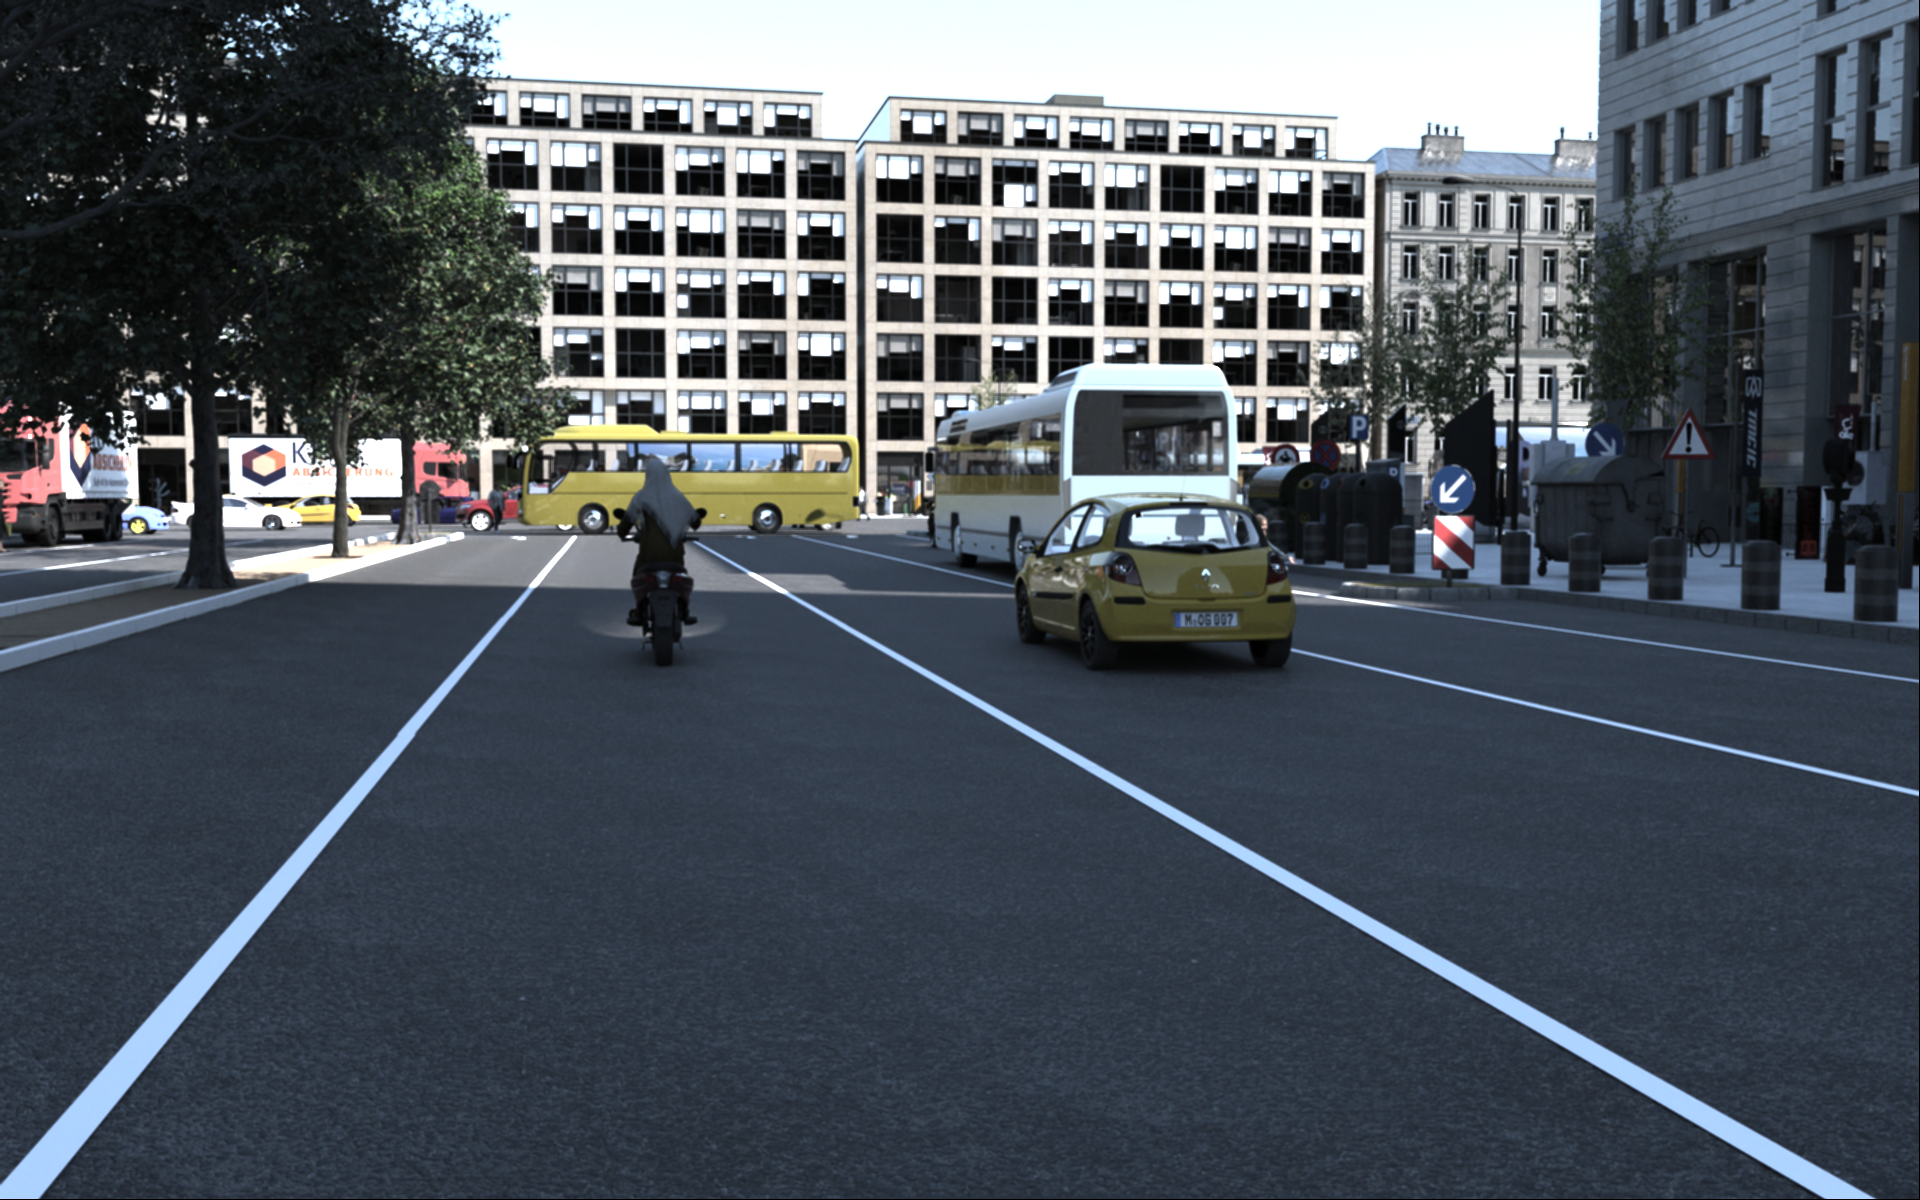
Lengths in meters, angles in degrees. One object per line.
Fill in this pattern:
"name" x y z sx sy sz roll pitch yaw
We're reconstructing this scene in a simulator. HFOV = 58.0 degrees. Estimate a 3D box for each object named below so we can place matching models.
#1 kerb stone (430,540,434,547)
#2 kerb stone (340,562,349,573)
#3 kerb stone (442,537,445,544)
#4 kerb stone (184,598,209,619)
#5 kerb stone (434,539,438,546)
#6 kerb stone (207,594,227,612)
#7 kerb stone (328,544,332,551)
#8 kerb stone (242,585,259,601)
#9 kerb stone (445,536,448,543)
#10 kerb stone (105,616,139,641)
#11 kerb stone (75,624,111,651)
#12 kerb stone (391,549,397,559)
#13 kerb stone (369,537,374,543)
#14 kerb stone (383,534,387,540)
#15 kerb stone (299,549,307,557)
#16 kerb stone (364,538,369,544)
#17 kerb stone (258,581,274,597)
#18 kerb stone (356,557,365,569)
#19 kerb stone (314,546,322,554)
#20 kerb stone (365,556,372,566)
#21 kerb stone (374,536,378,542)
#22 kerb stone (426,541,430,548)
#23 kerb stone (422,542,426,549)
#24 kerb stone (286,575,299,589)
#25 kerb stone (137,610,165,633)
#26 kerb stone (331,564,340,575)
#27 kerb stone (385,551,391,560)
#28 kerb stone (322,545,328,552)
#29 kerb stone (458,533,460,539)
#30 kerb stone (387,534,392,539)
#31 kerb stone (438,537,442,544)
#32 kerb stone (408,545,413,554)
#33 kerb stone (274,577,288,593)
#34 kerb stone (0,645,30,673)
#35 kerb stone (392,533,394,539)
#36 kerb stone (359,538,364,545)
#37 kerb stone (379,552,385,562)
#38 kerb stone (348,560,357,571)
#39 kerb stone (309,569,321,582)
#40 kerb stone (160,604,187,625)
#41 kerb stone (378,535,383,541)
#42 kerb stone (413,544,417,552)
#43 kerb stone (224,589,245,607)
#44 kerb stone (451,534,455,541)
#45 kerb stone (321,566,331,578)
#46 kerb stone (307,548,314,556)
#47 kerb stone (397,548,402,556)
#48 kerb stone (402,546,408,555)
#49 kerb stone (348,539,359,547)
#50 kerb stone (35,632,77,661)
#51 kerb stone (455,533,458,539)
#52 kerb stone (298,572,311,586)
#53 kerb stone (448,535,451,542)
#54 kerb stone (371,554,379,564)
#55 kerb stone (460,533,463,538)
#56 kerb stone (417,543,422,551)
"kerb stone" -14.330 -1.492 46.585 0.120 0.150 1.000 -1 4 -11
"kerb stone" -11.280 -0.566 31.452 0.120 0.150 1.000 -1 4 -11
"kerb stone" -14.944 -1.677 49.616 0.120 0.150 1.000 -1 4 -11
"kerb stone" -9.037 0.113 20.345 0.120 0.150 1.000 -1 4 -11
"kerb stone" -14.536 -1.545 47.599 0.120 0.150 1.000 -1 4 -11
"kerb stone" -9.245 0.056 21.354 0.120 0.150 1.000 -1 4 -11
"kerb stone" -15.781 -1.283 43.170 0.120 0.150 1.000 -1 4 -11
"kerb stone" -9.654 -0.072 23.372 0.120 0.150 1.000 -1 4 -11
"kerb stone" -15.141 -1.735 50.624 0.120 0.150 1.000 -1 4 -11
"kerb stone" -8.434 0.299 17.306 0.120 0.150 1.000 -1 4 -11
"kerb stone" -8.225 0.361 16.300 0.120 0.150 1.000 -1 4 -11
"kerb stone" -12.704 -0.999 38.523 0.120 0.150 1.000 -1 4 -11
"kerb stone" -17.209 -1.715 50.238 0.120 0.150 1.000 -1 4 -11
"kerb stone" -17.818 -1.901 53.271 0.120 0.150 1.000 -1 4 -11
"kerb stone" -14.968 -1.035 39.126 0.120 0.150 1.000 -1 4 -11
"kerb stone" -17.001 -1.654 49.232 0.120 0.150 1.000 -1 4 -11
"kerb stone" -9.861 -0.134 24.383 0.120 0.150 1.000 -1 4 -11
"kerb stone" -11.683 -0.689 33.467 0.120 0.150 1.000 -1 4 -11
"kerb stone" -15.371 -1.154 41.153 0.120 0.150 1.000 -1 4 -11
"kerb stone" -11.892 -0.750 34.482 0.120 0.150 1.000 -1 4 -11
"kerb stone" -17.416 -1.773 51.249 0.120 0.150 1.000 -1 4 -11
"kerb stone" -14.130 -1.430 45.577 0.120 0.150 1.000 -1 4 -11
"kerb stone" -13.921 -1.365 44.572 0.120 0.150 1.000 -1 4 -11
"kerb stone" -10.269 -0.257 26.396 0.120 0.150 1.000 -1 4 -11
"kerb stone" -8.631 0.237 18.314 0.120 0.150 1.000 -1 4 -11
"kerb stone" -11.080 -0.503 30.439 0.120 0.150 1.000 -1 4 -11
"kerb stone" -12.503 -0.937 37.516 0.120 0.150 1.000 -1 4 -11
"kerb stone" -15.584 -1.221 42.162 0.120 0.150 1.000 -1 4 -11
"kerb stone" -15.960 -1.980 54.658 0.120 0.150 1.000 -1 4 -11
"kerb stone" -18.020 -1.962 54.278 0.120 0.150 1.000 -1 4 -11
"kerb stone" -14.731 -1.616 48.609 0.120 0.150 1.000 -1 4 -11
"kerb stone" -13.312 -1.183 41.545 0.120 0.150 1.000 -1 4 -11
"kerb stone" -10.053 -0.196 25.392 0.120 0.150 1.000 -1 4 -11
"kerb stone" -7.823 0.484 14.278 0.120 0.150 1.000 -1 4 -11
"kerb stone" -18.228 -2.021 55.284 0.120 0.150 1.000 -1 4 -11
"kerb stone" -16.799 -1.591 48.216 0.120 0.150 1.000 -1 4 -11
"kerb stone" -12.297 -0.875 36.501 0.120 0.150 1.000 -1 4 -11
"kerb stone" -11.478 -0.627 32.460 0.120 0.150 1.000 -1 4 -11
"kerb stone" -10.673 -0.381 28.425 0.120 0.150 1.000 -1 4 -11
"kerb stone" -8.841 0.176 19.320 0.120 0.150 1.000 -1 4 -11
"kerb stone" -17.616 -1.839 52.257 0.120 0.150 1.000 -1 4 -11
"kerb stone" -13.523 -1.245 42.554 0.120 0.150 1.000 -1 4 -11
"kerb stone" -9.442 -0.008 22.367 0.120 0.150 1.000 -1 4 -11
"kerb stone" -15.548 -1.862 52.643 0.120 0.150 1.000 -1 4 -11
"kerb stone" -10.879 -0.439 29.431 0.120 0.150 1.000 -1 4 -11
"kerb stone" -15.177 -1.098 40.140 0.120 0.150 1.000 -1 4 -11
"kerb stone" -12.912 -1.060 39.529 0.120 0.150 1.000 -1 4 -11
"kerb stone" -13.112 -1.115 40.537 0.120 0.150 1.000 -1 4 -11
"kerb stone" -16.600 -1.530 47.208 0.120 0.150 1.000 -1 4 -11
"kerb stone" -8.031 0.423 15.284 0.120 0.150 1.000 -1 4 -11
"kerb stone" -15.751 -1.922 53.652 0.120 0.150 1.000 -1 4 -11
"kerb stone" -10.465 -0.318 27.419 0.120 0.150 1.000 -1 4 -11
"kerb stone" -15.351 -1.800 51.629 0.120 0.150 1.000 -1 4 -11
"kerb stone" -12.099 -0.813 35.493 0.120 0.150 1.000 -1 4 -11
"kerb stone" -16.164 -2.047 55.666 0.120 0.150 1.000 -1 4 -11
"kerb stone" -13.724 -1.302 43.562 0.120 0.150 1.000 -1 4 -11
